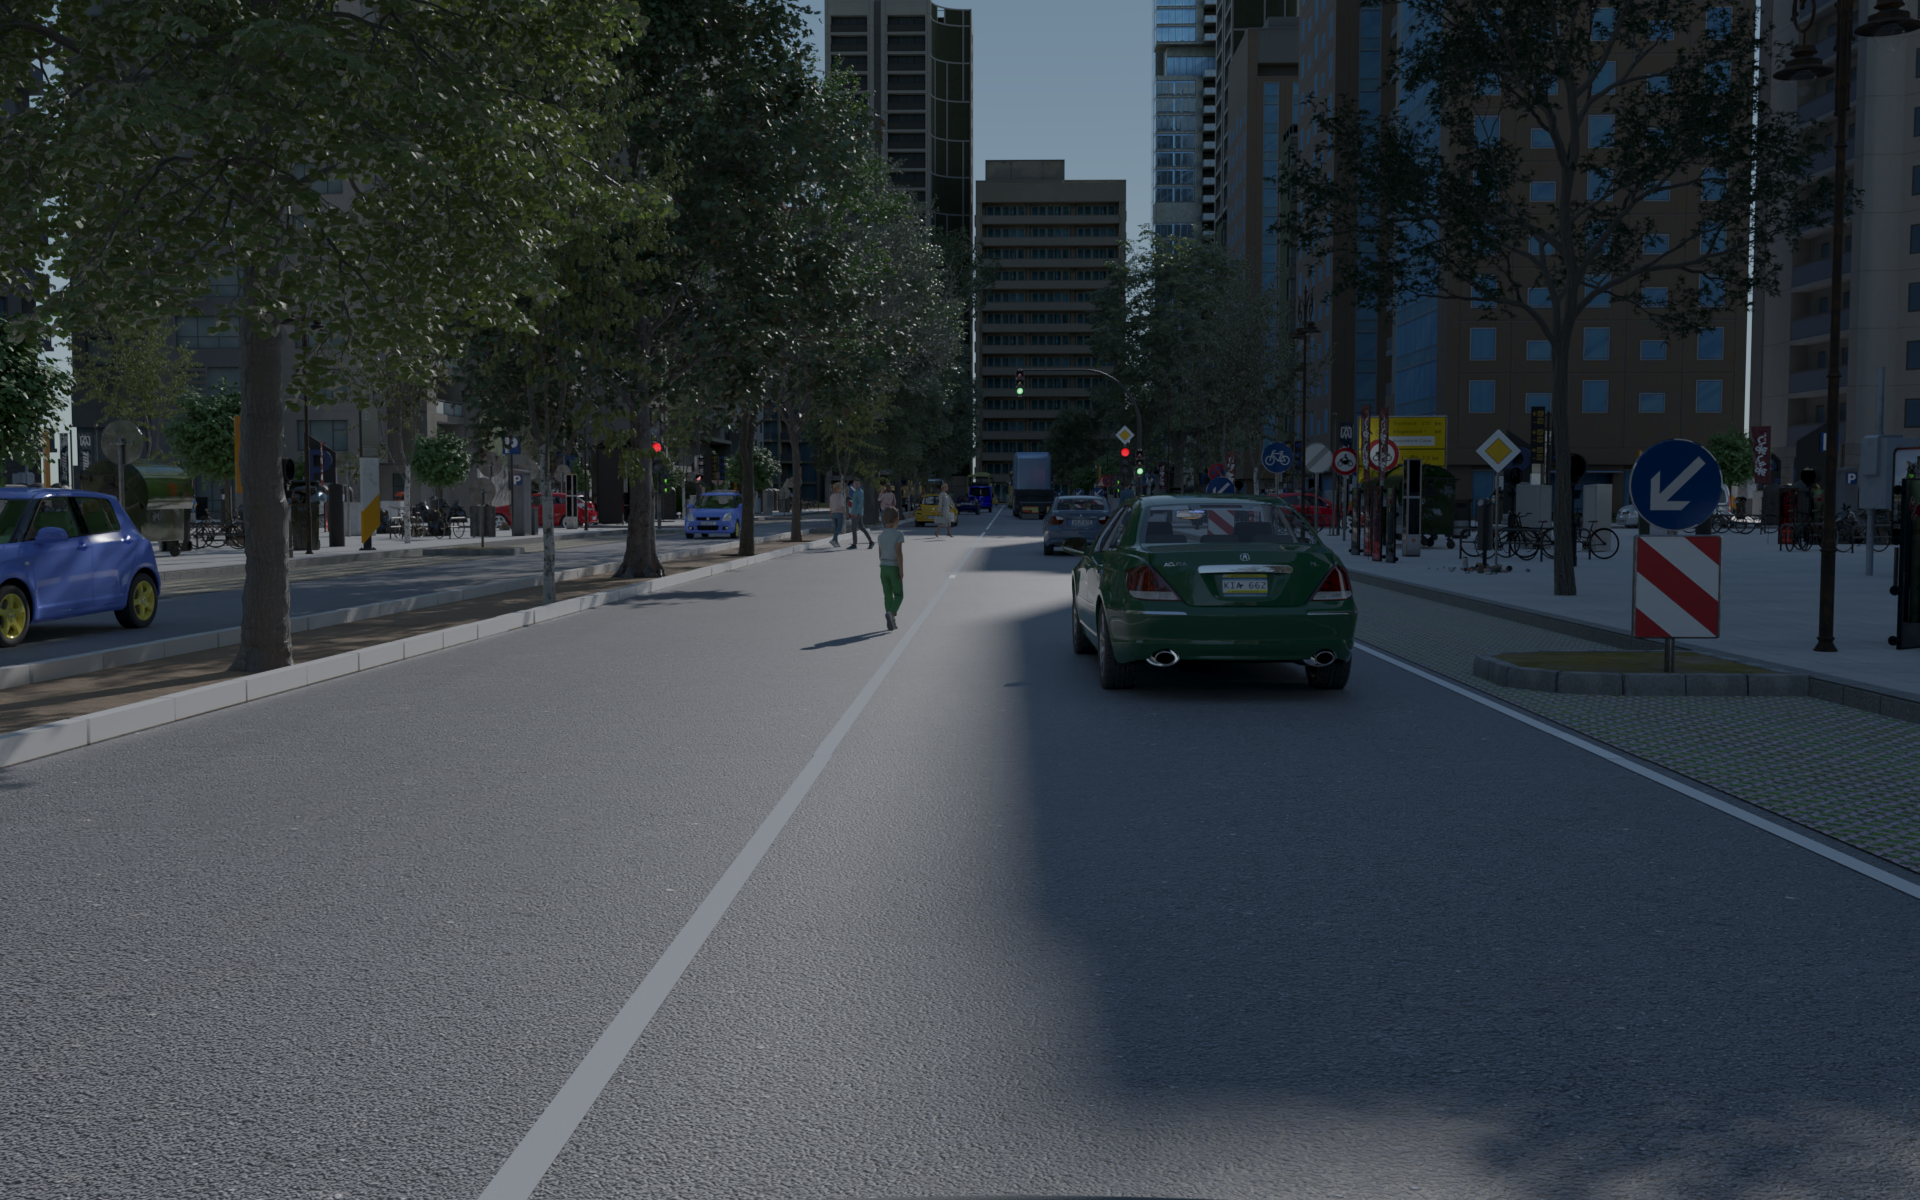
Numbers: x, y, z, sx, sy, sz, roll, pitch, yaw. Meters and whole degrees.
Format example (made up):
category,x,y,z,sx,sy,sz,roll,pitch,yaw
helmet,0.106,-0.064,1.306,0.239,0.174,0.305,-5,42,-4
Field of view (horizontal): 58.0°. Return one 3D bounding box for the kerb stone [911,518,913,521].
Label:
category,x,y,z,sx,sy,sz,roll,pitch,yaw
kerb stone,-2.649,-4.073,88.786,0.120,0.150,1.000,0,4,2

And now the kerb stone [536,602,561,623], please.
category,x,y,z,sx,sy,sz,roll,pitch,yaw
kerb stone,-4.739,0.157,19.636,0.120,0.150,1.000,0,4,2

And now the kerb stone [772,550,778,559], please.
category,x,y,z,sx,sy,sz,roll,pitch,yaw
kerb stone,-4.188,-0.973,38.104,0.120,0.150,1.000,0,4,2

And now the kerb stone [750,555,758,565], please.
category,x,y,z,sx,sy,sz,roll,pitch,yaw
kerb stone,-4.277,-0.780,35.023,0.120,0.150,1.000,0,4,2

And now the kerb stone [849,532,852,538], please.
category,x,y,z,sx,sy,sz,roll,pitch,yaw
kerb stone,-3.654,-2.037,55.519,0.120,0.150,1.000,0,4,2

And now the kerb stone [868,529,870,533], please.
category,x,y,z,sx,sy,sz,roll,pitch,yaw
kerb stone,-3.440,-2.477,62.690,0.120,0.150,1.000,0,4,2

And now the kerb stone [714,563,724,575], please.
category,x,y,z,sx,sy,sz,roll,pitch,yaw
kerb stone,-4.398,-0.533,30.917,0.120,0.150,1.000,0,4,2

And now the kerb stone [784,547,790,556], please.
category,x,y,z,sx,sy,sz,roll,pitch,yaw
kerb stone,-4.119,-1.099,40.159,0.120,0.150,1.000,0,4,2

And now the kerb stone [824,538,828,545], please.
category,x,y,z,sx,sy,sz,roll,pitch,yaw
kerb stone,-3.874,-1.600,48.350,0.120,0.150,1.000,0,4,2

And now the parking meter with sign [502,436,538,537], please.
category,x,y,z,sx,sy,sz,roll,pitch,yaw
parking meter with sign,-13.406,-3.470,52.992,0.543,3.016,1.738,0,4,6

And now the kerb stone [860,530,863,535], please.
category,x,y,z,sx,sy,sz,roll,pitch,yaw
kerb stone,-3.528,-2.282,59.612,0.120,0.150,1.000,0,4,2

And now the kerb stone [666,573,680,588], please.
category,x,y,z,sx,sy,sz,roll,pitch,yaw
kerb stone,-4.523,-0.281,26.813,0.120,0.150,1.000,0,4,2

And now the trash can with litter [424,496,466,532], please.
category,x,y,z,sx,sy,sz,roll,pitch,yaw
trash can with litter,-18.215,-2.980,59.786,1.678,1.210,2.233,-3,5,-42

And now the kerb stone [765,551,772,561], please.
category,x,y,z,sx,sy,sz,roll,pitch,yaw
kerb stone,-4.212,-0.910,37.076,0.120,0.150,1.000,0,4,2

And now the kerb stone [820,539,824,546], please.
category,x,y,z,sx,sy,sz,roll,pitch,yaw
kerb stone,-3.901,-1.531,47.328,0.120,0.150,1.000,0,4,2

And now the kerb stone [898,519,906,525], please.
category,x,y,z,sx,sy,sz,roll,pitch,yaw
kerb stone,-2.810,-3.760,83.664,0.120,0.150,1.000,0,4,2

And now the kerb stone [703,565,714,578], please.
category,x,y,z,sx,sy,sz,roll,pitch,yaw
kerb stone,-4.436,-0.471,29.891,0.120,0.150,1.000,0,4,2

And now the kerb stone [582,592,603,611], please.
category,x,y,z,sx,sy,sz,roll,pitch,yaw
kerb stone,-4.678,0.031,21.681,0.120,0.150,1.000,0,4,2

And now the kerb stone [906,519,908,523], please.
category,x,y,z,sx,sy,sz,roll,pitch,yaw
kerb stone,-2.774,-3.820,84.685,0.120,0.150,1.000,0,4,2

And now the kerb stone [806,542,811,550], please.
category,x,y,z,sx,sy,sz,roll,pitch,yaw
kerb stone,-3.994,-1.350,44.264,0.120,0.150,1.000,0,4,2

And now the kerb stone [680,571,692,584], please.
category,x,y,z,sx,sy,sz,roll,pitch,yaw
kerb stone,-4.493,-0.345,27.835,0.120,0.150,1.000,0,4,2

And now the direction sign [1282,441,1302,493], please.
category,x,y,z,sx,sy,sz,roll,pitch,yaw
direction sign,14.180,-5.005,73.822,0.379,3.537,0.876,-3,5,-43

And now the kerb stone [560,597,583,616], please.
category,x,y,z,sx,sy,sz,roll,pitch,yaw
kerb stone,-4.712,0.094,20.657,0.120,0.150,1.000,0,4,2

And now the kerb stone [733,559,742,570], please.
category,x,y,z,sx,sy,sz,roll,pitch,yaw
kerb stone,-4.338,-0.657,32.964,0.120,0.150,1.000,0,4,2

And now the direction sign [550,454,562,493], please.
category,x,y,z,sx,sy,sz,roll,pitch,yaw
direction sign,-21.522,-6.133,92.267,0.876,3.537,0.379,2,4,34

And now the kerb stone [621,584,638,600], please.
category,x,y,z,sx,sy,sz,roll,pitch,yaw
kerb stone,-4.612,-0.090,23.724,0.120,0.150,1.000,0,4,2

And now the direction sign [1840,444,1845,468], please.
category,x,y,z,sx,sy,sz,roll,pitch,yaw
direction sign,39.982,-5.293,78.529,0.379,3.537,0.876,1,4,18

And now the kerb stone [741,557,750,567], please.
category,x,y,z,sx,sy,sz,roll,pitch,yaw
kerb stone,-4.312,-0.722,33.999,0.120,0.150,1.000,0,4,2

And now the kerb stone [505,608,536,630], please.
category,x,y,z,sx,sy,sz,roll,pitch,yaw
kerb stone,-4.779,0.220,18.603,0.120,0.150,1.000,0,4,2

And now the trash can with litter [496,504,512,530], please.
category,x,y,z,sx,sy,sz,roll,pitch,yaw
trash can with litter,-15.951,-3.080,61.751,1.055,1.170,0.624,-3,5,-42

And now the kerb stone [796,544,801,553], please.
category,x,y,z,sx,sy,sz,roll,pitch,yaw
kerb stone,-4.054,-1.224,42.214,0.120,0.150,1.000,0,4,2

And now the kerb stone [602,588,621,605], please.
category,x,y,z,sx,sy,sz,roll,pitch,yaw
kerb stone,-4.649,-0.031,22.703,0.120,0.150,1.000,0,4,2

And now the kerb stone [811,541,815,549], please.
category,x,y,z,sx,sy,sz,roll,pitch,yaw
kerb stone,-3.972,-1.412,45.285,0.120,0.150,1.000,0,4,2

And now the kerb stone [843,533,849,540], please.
category,x,y,z,sx,sy,sz,roll,pitch,yaw
kerb stone,-3.685,-1.972,54.497,0.120,0.150,1.000,0,4,2

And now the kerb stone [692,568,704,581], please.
category,x,y,z,sx,sy,sz,roll,pitch,yaw
kerb stone,-4.465,-0.402,28.864,0.120,0.150,1.000,0,4,2

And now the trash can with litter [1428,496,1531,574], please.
category,x,y,z,sx,sy,sz,roll,pitch,yaw
trash can with litter,8.568,-1.076,28.654,1.678,1.210,2.233,1,4,18

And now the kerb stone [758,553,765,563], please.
category,x,y,z,sx,sy,sz,roll,pitch,yaw
kerb stone,-4.242,-0.842,36.045,0.120,0.150,1.000,0,4,2

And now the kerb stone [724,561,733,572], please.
category,x,y,z,sx,sy,sz,roll,pitch,yaw
kerb stone,-4.370,-0.596,31.939,0.120,0.150,1.000,0,4,2

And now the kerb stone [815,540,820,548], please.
category,x,y,z,sx,sy,sz,roll,pitch,yaw
kerb stone,-3.933,-1.475,46.307,0.120,0.150,1.000,0,4,2

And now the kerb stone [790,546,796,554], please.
category,x,y,z,sx,sy,sz,roll,pitch,yaw
kerb stone,-4.093,-1.161,41.185,0.120,0.150,1.000,0,4,2

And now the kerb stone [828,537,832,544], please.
category,x,y,z,sx,sy,sz,roll,pitch,yaw
kerb stone,-3.841,-1.663,49.379,0.120,0.150,1.000,0,4,2

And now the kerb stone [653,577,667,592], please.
category,x,y,z,sx,sy,sz,roll,pitch,yaw
kerb stone,-4.553,-0.218,25.782,0.120,0.150,1.000,0,4,2

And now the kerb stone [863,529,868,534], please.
category,x,y,z,sx,sy,sz,roll,pitch,yaw
kerb stone,-3.474,-2.413,61.669,0.120,0.150,1.000,0,4,2

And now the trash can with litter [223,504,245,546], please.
category,x,y,z,sx,sy,sz,roll,pitch,yaw
trash can with litter,-17.953,-1.963,43.490,0.624,1.170,1.055,1,4,18

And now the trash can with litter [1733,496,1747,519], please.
category,x,y,z,sx,sy,sz,roll,pitch,yaw
trash can with litter,40.155,-4.755,89.138,0.624,1.170,1.055,2,4,29

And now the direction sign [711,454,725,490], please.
category,x,y,z,sx,sy,sz,roll,pitch,yaw
direction sign,-13.734,-6.502,98.310,0.876,3.537,0.379,-3,5,-41

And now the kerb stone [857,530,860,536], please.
category,x,y,z,sx,sy,sz,roll,pitch,yaw
kerb stone,-3.565,-2.224,58.590,0.120,0.150,1.000,0,4,2

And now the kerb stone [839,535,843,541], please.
category,x,y,z,sx,sy,sz,roll,pitch,yaw
kerb stone,-3.739,-1.850,52.449,0.120,0.150,1.000,0,4,2

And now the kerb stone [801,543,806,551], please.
category,x,y,z,sx,sy,sz,roll,pitch,yaw
kerb stone,-4.025,-1.287,43.235,0.120,0.150,1.000,0,4,2

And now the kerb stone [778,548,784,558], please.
category,x,y,z,sx,sy,sz,roll,pitch,yaw
kerb stone,-4.149,-1.036,39.128,0.120,0.150,1.000,0,4,2

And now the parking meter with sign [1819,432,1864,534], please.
category,x,y,z,sx,sy,sz,roll,pitch,yaw
parking meter with sign,24.476,-3.161,47.948,0.543,3.016,1.738,0,4,-3

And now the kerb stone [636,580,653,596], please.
category,x,y,z,sx,sy,sz,roll,pitch,yaw
kerb stone,-4.584,-0.156,24.751,0.120,0.150,1.000,0,4,2

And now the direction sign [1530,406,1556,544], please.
category,x,y,z,sx,sy,sz,roll,pitch,yaw
direction sign,15.172,-3.225,44.733,0.876,3.537,0.379,0,4,7
